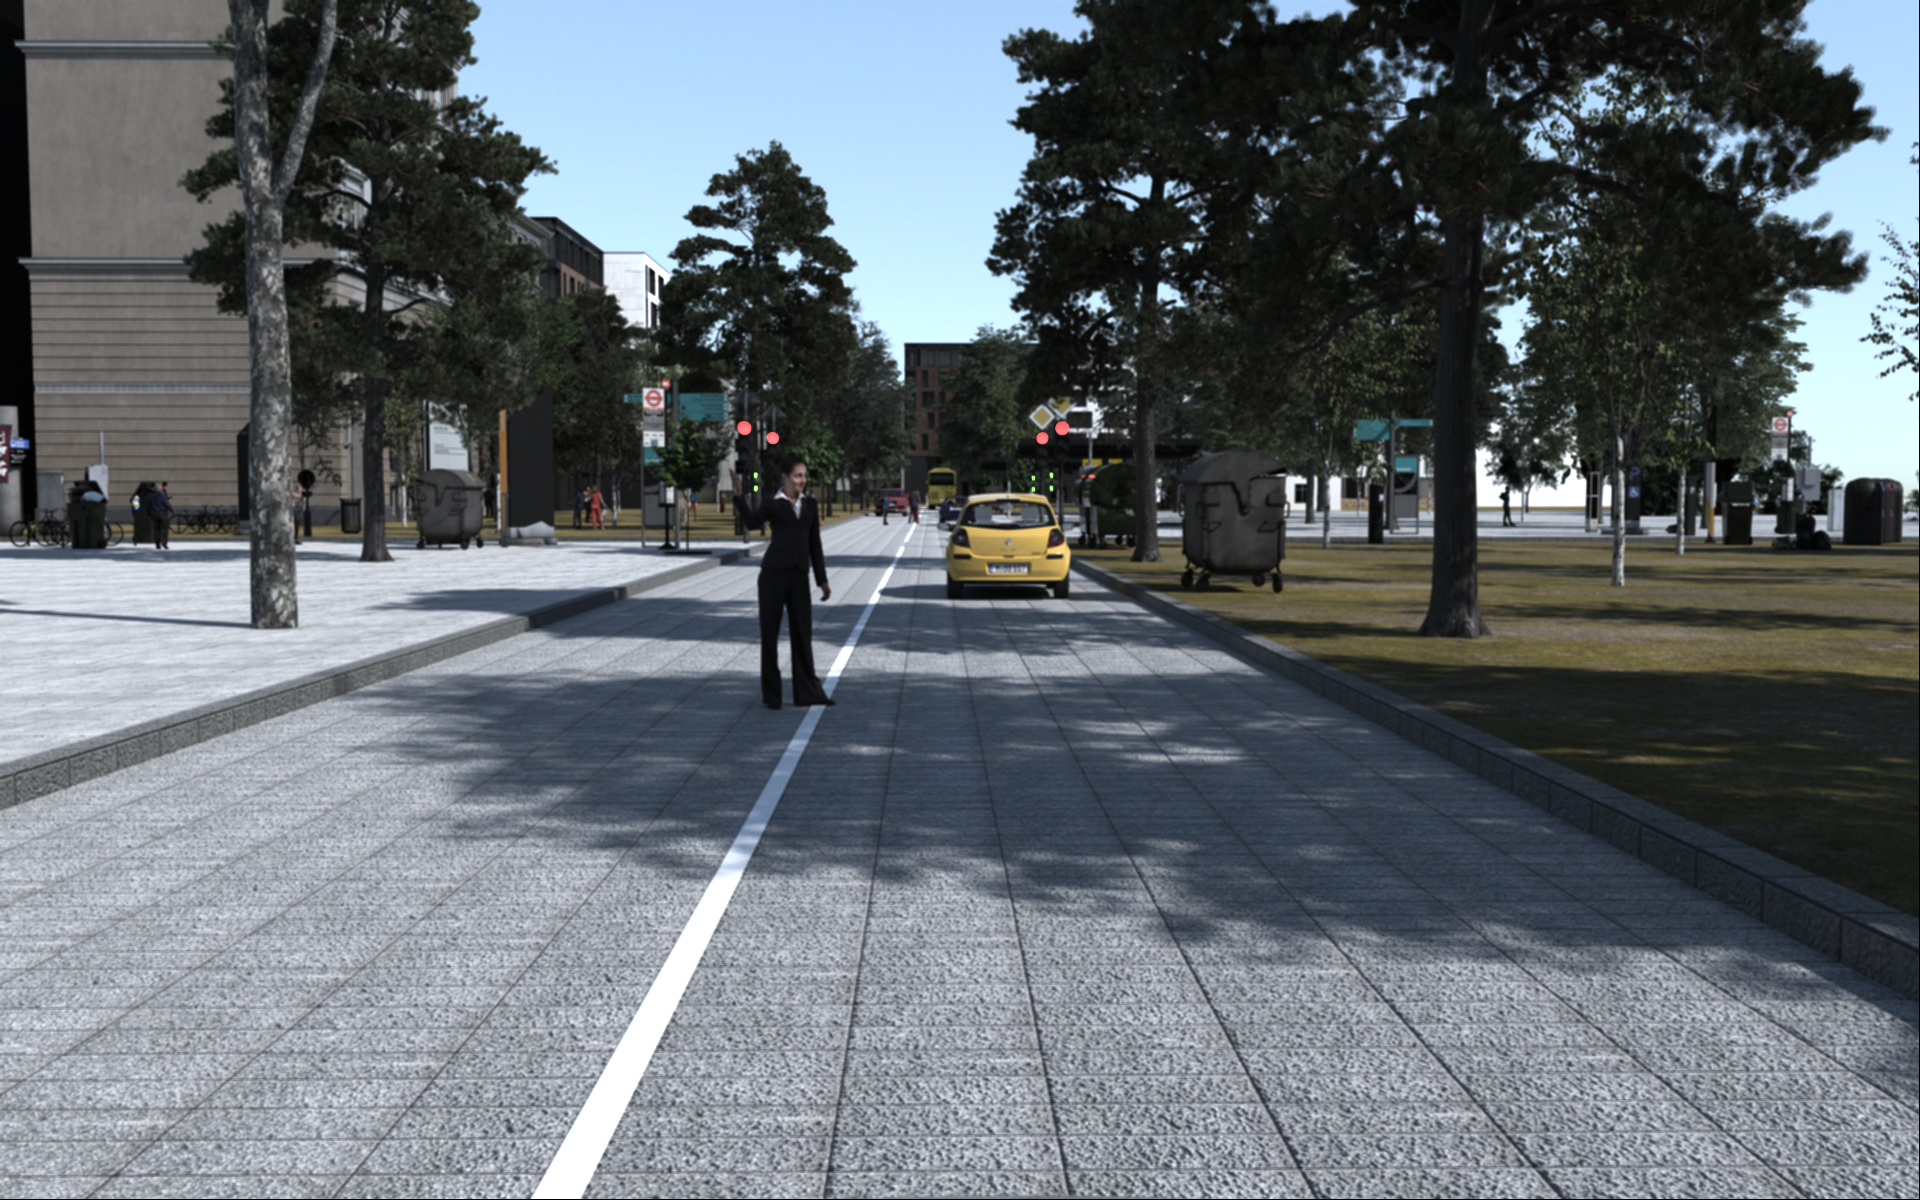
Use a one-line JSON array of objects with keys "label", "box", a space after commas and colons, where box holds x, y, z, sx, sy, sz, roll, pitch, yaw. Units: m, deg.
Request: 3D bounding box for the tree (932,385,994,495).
[{"label": "tree", "box": [0.933, -16.047, 180.488, 7.486, 12.596, 7.792, 0, 3, 0]}]

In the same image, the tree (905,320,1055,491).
[{"label": "tree", "box": [2.766, -13.379, 125.407, 9.857, 13.997, 8.962, 0, 3, 0]}]

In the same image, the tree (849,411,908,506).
[{"label": "tree", "box": [-9.394, -16.120, 189.311, 9.928, 11.665, 9.643, 0, 3, 0]}]

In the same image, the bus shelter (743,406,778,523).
[{"label": "bus shelter", "box": [-8.907, -6.392, 82.134, 2.179, 5.291, 8.768, 0, 4, -1]}]

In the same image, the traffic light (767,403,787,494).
[{"label": "traffic light", "box": [-5.673, -3.897, 52.953, 0.839, 4.213, 0.868, 0, 4, -1]}]

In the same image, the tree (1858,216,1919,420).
[{"label": "tree", "box": [21.549, -5.265, 36.449, 4.737, 8.622, 4.395, 0, 3, 0]}]

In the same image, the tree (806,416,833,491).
[{"label": "tree", "box": [-10.543, -10.067, 114.954, 4.737, 8.622, 4.395, 0, 3, 0]}]

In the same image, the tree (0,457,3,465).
[{"label": "tree", "box": [-19.990, -2.418, 34.133, 1.663, 3.219, 1.824, 0, 3, 0]}]

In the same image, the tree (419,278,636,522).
[{"label": "tree", "box": [-21.128, -9.398, 79.416, 9.928, 11.665, 9.643, 0, 3, 0]}]

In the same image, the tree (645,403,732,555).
[{"label": "tree", "box": [-5.905, -2.603, 37.164, 1.663, 3.219, 1.824, 0, 3, 0]}]

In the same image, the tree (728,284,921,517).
[{"label": "tree", "box": [-7.284, -11.398, 96.734, 12.009, 13.543, 11.850, 0, 3, 0]}]

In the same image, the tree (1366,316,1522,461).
[{"label": "tree", "box": [24.860, -11.078, 88.546, 7.806, 13.903, 7.818, 0, 3, 0]}]

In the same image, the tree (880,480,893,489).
[{"label": "tree", "box": [-8.615, -12.768, 203.361, 1.663, 3.219, 1.824, 0, 3, 0]}]

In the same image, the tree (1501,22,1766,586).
[{"label": "tree", "box": [8.996, -4.489, 23.765, 4.737, 8.622, 4.395, 0, 3, 0]}]

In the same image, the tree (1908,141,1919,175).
[{"label": "tree", "box": [17.885, -5.488, 24.149, 8.767, 10.594, 7.601, 2, 4, 32]}]

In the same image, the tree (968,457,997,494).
[{"label": "tree", "box": [2.077, -10.038, 147.829, 4.285, 4.588, 4.351, 0, 3, 0]}]

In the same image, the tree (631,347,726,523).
[{"label": "tree", "box": [-13.454, -8.108, 82.928, 4.737, 8.622, 4.395, 0, 3, 0]}]

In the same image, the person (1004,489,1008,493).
[{"label": "person", "box": [4.667, -10.559, 178.663, 1.348, 1.826, 0.705, 2, 4, 33]}]

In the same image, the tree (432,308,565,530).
[{"label": "tree", "box": [-16.621, -6.782, 61.242, 4.360, 8.622, 3.978, 0, 3, 0]}]

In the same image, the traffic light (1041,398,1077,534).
[{"label": "traffic light", "box": [2.618, -3.417, 45.119, 0.839, 4.213, 0.868, 0, 4, -1]}]

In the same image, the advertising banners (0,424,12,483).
[{"label": "advertising banners", "box": [-24.859, -2.889, 43.430, 2.074, 3.025, 0.090, -1, 4, -14]}]

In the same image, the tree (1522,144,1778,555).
[{"label": "tree", "box": [15.146, -5.282, 36.717, 4.360, 8.622, 3.978, 0, 3, 0]}]

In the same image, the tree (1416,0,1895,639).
[{"label": "tree", "box": [4.511, -5.712, 15.441, 6.751, 12.117, 7.091, 0, 3, 0]}]

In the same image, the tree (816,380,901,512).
[{"label": "tree", "box": [-8.534, -11.621, 124.418, 7.601, 10.594, 8.767, 2, 4, 24]}]

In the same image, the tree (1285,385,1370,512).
[{"label": "tree", "box": [25.873, -13.257, 123.414, 9.857, 13.997, 8.962, 0, 3, 0]}]

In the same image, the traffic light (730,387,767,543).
[{"label": "traffic light", "box": [-5.541, -3.408, 44.969, 0.839, 4.213, 0.868, 0, 4, -1]}]

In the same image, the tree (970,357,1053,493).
[{"label": "tree", "box": [2.886, -8.774, 93.814, 4.737, 8.622, 4.395, 0, 3, 0]}]

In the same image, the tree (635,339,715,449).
[{"label": "tree", "box": [-18.996, -11.198, 108.842, 9.928, 11.665, 9.643, 0, 3, 0]}]

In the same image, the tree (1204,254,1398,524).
[{"label": "tree", "box": [15.134, -9.547, 74.214, 7.486, 12.596, 7.792, 0, 3, 0]}]

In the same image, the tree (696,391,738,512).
[{"label": "tree", "box": [-17.431, -10.584, 123.418, 4.360, 8.622, 3.978, 0, 3, 0]}]

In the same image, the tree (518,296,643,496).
[{"label": "tree", "box": [-21.462, -11.050, 98.797, 7.486, 12.596, 7.792, 0, 3, 0]}]

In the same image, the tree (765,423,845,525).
[{"label": "tree", "box": [-6.374, -5.340, 71.024, 4.285, 4.588, 4.351, 0, 3, 0]}]

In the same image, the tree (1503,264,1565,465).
[{"label": "tree", "box": [27.025, -9.532, 73.979, 7.486, 12.596, 7.792, 0, 3, 0]}]

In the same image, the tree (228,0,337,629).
[{"label": "tree", "box": [-7.407, -9.719, 14.801, 12.611, 20.169, 13.585, 0, 3, 0]}]

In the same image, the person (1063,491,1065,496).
[{"label": "person", "box": [11.707, -11.570, 196.686, 0.415, 1.643, 0.593, 1, 4, 11]}]

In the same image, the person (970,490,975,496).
[{"label": "person", "box": [1.301, -10.517, 178.916, 0.541, 1.710, 0.530, 3, 4, 38]}]

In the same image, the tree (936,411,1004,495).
[{"label": "tree", "box": [1.488, -15.876, 193.982, 7.601, 10.594, 8.767, 2, 4, 31]}]

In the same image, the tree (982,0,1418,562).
[{"label": "tree", "box": [3.526, -6.763, 32.639, 6.751, 12.117, 7.091, 0, 3, 0]}]

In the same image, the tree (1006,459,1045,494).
[{"label": "tree", "box": [2.822, -5.209, 79.761, 1.663, 3.219, 1.824, 0, 3, 0]}]

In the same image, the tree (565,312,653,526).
[{"label": "tree", "box": [-14.038, -7.285, 69.480, 4.360, 8.622, 3.978, 0, 3, 0]}]

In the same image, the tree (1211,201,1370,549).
[{"label": "tree", "box": [8.729, -5.506, 40.380, 4.737, 8.622, 4.395, 0, 3, 0]}]

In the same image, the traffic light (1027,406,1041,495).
[{"label": "traffic light", "box": [2.487, -3.906, 53.103, 0.839, 4.213, 0.868, 0, 4, -1]}]

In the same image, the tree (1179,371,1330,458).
[{"label": "tree", "box": [18.859, -12.146, 108.956, 12.009, 13.543, 11.850, 0, 3, 0]}]

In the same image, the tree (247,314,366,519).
[{"label": "tree", "box": [-22.992, -6.779, 61.203, 4.360, 8.622, 3.978, 0, 3, 0]}]

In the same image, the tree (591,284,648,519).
[{"label": "tree", "box": [-18.745, -10.228, 89.291, 6.751, 12.117, 7.091, 0, 3, 0]}]

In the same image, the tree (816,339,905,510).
[{"label": "tree", "box": [-7.781, -14.348, 141.238, 9.857, 13.997, 8.962, 0, 3, 0]}]

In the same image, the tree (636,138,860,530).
[{"label": "tree", "box": [-7.439, -9.448, 61.905, 7.806, 13.903, 7.818, 0, 3, 0]}]

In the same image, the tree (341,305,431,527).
[{"label": "tree", "box": [-21.682, -7.115, 66.698, 4.737, 8.622, 4.395, 0, 3, 0]}]

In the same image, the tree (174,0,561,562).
[{"label": "tree", "box": [-11.127, -6.766, 32.683, 6.751, 12.117, 7.091, 0, 3, 0]}]
